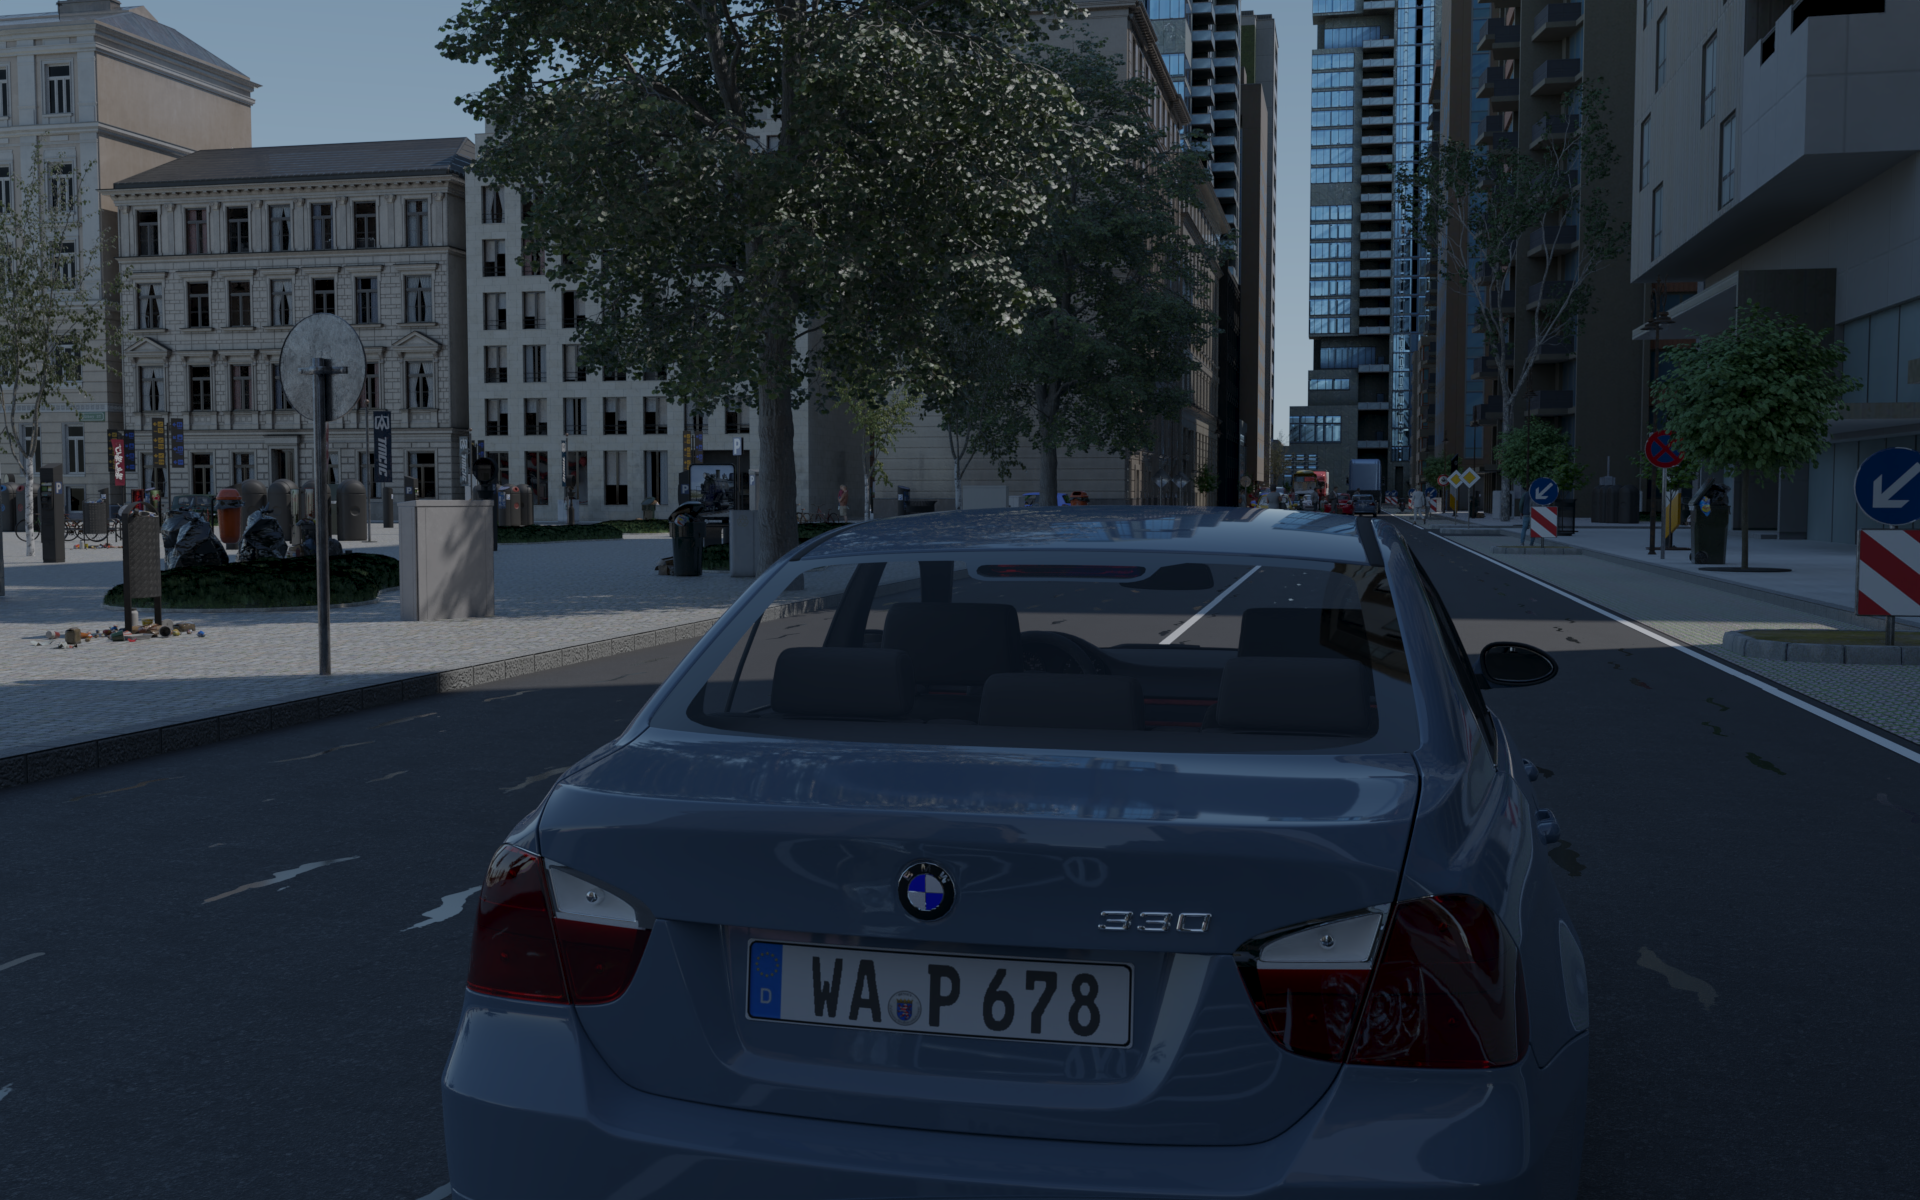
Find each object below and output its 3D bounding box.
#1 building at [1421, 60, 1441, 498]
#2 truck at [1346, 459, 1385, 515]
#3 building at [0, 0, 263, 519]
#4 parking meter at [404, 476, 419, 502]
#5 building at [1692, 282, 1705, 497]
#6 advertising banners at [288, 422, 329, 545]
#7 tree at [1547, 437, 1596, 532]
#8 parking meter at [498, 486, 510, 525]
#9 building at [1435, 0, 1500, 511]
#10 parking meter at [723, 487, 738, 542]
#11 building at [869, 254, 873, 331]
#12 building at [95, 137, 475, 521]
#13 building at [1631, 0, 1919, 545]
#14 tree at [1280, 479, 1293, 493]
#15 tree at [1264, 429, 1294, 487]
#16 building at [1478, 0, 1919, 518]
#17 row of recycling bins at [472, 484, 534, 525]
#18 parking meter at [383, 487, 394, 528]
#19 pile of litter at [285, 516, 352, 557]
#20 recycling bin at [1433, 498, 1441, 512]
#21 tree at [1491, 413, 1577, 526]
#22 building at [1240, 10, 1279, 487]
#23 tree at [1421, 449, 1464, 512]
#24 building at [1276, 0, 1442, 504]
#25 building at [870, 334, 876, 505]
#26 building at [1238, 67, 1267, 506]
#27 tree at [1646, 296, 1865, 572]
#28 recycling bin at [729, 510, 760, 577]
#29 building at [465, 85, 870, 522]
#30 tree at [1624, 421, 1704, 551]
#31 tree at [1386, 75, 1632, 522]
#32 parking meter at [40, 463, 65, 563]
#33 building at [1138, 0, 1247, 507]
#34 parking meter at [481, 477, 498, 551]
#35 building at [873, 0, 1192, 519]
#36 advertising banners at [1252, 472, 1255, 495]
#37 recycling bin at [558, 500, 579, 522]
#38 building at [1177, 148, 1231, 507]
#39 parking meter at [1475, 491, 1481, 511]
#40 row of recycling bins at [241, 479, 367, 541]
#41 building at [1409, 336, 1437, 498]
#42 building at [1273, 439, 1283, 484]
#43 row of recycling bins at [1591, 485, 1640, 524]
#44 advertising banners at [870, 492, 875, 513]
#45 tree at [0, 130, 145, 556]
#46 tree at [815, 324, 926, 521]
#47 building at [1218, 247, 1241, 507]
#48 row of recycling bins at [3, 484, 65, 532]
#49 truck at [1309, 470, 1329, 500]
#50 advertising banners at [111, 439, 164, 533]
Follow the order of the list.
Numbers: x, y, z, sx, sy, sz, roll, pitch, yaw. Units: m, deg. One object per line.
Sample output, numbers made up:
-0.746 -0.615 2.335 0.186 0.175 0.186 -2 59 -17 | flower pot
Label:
57.685 -31.625 171.696 22.147 44.769 28.867 1 4 13 | building
29.803 -8.463 128.122 2.967 4.110 18.799 1 4 14 | truck
-50.859 -18.872 94.469 20.117 28.700 13.634 1 4 13 | building
-17.489 -3.030 55.258 0.399 1.863 0.255 1 4 13 | parking meter
48.972 -32.575 74.605 28.212 58.520 21.231 1 4 13 | building
-15.867 -2.816 42.232 2.074 3.025 0.090 3 5 43 | advertising banners
20.246 -3.891 58.222 1.663 3.219 1.824 0 3 0 | tree
-14.888 -2.947 56.596 0.372 1.533 0.369 0 3 0 | parking meter
44.885 -29.679 135.359 14.600 45.320 14.200 1 4 13 | building
-5.431 -1.994 41.015 0.372 1.533 0.369 0 3 0 | parking meter
-10.627 -36.595 252.947 28.867 44.769 22.147 1 4 13 | building
-32.021 -13.707 88.735 19.286 19.102 10.561 1 4 13 | building
33.729 -27.817 44.040 28.713 52.752 27.495 1 4 13 | building
41.631 -13.818 220.528 1.663 3.219 1.824 0 3 0 | tree
35.992 -15.096 197.175 4.360 8.622 3.978 0 3 0 | tree
42.807 -27.479 103.910 22.147 44.769 28.867 1 4 13 | building
-18.292 -3.800 69.251 1.069 1.692 3.534 1 4 20 | row of recycling bins
-21.663 -3.498 65.599 0.372 1.533 0.369 0 3 0 | parking meter
-12.718 -1.228 34.038 1.719 0.858 1.176 0 4 5 | pile of litter
33.674 -6.738 122.715 0.722 1.027 0.722 1 4 8 | recycling bin
23.280 -5.290 70.204 4.285 4.588 4.351 0 3 0 | tree
24.405 -41.039 212.980 28.212 58.520 21.231 1 4 13 | building
35.253 -8.721 126.304 4.285 4.588 4.351 0 3 0 | tree
59.690 -56.459 235.771 31.000 86.520 22.319 1 4 13 | building
-4.106 -22.778 217.451 28.899 21.520 27.650 1 4 13 | building
25.664 -32.839 187.026 14.600 45.320 14.200 1 4 13 | building
13.242 -2.764 28.910 4.285 4.588 4.351 0 3 0 | tree
-3.226 -0.884 27.013 0.722 1.027 0.722 -1 4 -9 | recycling bin
-13.934 -14.085 85.038 16.860 20.320 10.420 1 4 13 | building
16.367 -2.753 39.613 1.663 3.219 1.824 0 3 0 | tree
26.319 -13.659 79.221 12.611 20.169 13.585 0 3 0 | tree
-16.949 -1.629 32.342 0.255 1.863 0.399 0 4 2 | parking meter
16.576 -52.085 164.256 22.319 86.520 31.000 1 4 13 | building
-10.588 -2.033 38.948 0.255 1.863 0.399 0 4 5 | parking meter
4.380 -17.783 88.021 12.463 27.353 25.104 1 4 13 | building
22.987 -8.508 135.291 0.090 3.025 2.074 0 4 3 | advertising banners
-17.999 -4.102 79.626 0.722 1.027 0.722 2 4 25 | recycling bin
8.893 -17.260 115.478 16.112 22.955 30.059 1 4 13 | building
38.816 -7.425 129.808 0.372 1.533 0.369 0 3 0 | parking meter
-18.063 -2.473 47.541 3.534 1.692 1.069 0 4 -1 | row of recycling bins
67.003 -21.750 200.650 27.650 21.520 28.899 1 4 13 | building
31.822 -40.180 246.186 27.495 52.752 28.713 1 4 13 | building
28.846 -4.234 76.337 1.069 1.692 3.534 0 4 -4 | row of recycling bins
-5.092 -7.264 114.954 2.074 3.025 0.090 -2 4 -33 | advertising banners
-19.223 -5.223 35.766 4.360 8.622 3.978 0 3 0 | tree
-3.318 -7.059 65.774 4.737 8.622 4.395 0 3 0 | tree
15.529 -18.824 137.453 12.332 23.373 15.834 1 4 13 | building
-32.044 -3.173 58.985 3.534 1.692 1.069 1 4 16 | row of recycling bins
41.508 -13.012 201.658 2.839 4.237 11.283 1 4 14 | truck
-26.377 -3.631 55.559 0.090 3.025 2.074 1 4 20 | advertising banners
